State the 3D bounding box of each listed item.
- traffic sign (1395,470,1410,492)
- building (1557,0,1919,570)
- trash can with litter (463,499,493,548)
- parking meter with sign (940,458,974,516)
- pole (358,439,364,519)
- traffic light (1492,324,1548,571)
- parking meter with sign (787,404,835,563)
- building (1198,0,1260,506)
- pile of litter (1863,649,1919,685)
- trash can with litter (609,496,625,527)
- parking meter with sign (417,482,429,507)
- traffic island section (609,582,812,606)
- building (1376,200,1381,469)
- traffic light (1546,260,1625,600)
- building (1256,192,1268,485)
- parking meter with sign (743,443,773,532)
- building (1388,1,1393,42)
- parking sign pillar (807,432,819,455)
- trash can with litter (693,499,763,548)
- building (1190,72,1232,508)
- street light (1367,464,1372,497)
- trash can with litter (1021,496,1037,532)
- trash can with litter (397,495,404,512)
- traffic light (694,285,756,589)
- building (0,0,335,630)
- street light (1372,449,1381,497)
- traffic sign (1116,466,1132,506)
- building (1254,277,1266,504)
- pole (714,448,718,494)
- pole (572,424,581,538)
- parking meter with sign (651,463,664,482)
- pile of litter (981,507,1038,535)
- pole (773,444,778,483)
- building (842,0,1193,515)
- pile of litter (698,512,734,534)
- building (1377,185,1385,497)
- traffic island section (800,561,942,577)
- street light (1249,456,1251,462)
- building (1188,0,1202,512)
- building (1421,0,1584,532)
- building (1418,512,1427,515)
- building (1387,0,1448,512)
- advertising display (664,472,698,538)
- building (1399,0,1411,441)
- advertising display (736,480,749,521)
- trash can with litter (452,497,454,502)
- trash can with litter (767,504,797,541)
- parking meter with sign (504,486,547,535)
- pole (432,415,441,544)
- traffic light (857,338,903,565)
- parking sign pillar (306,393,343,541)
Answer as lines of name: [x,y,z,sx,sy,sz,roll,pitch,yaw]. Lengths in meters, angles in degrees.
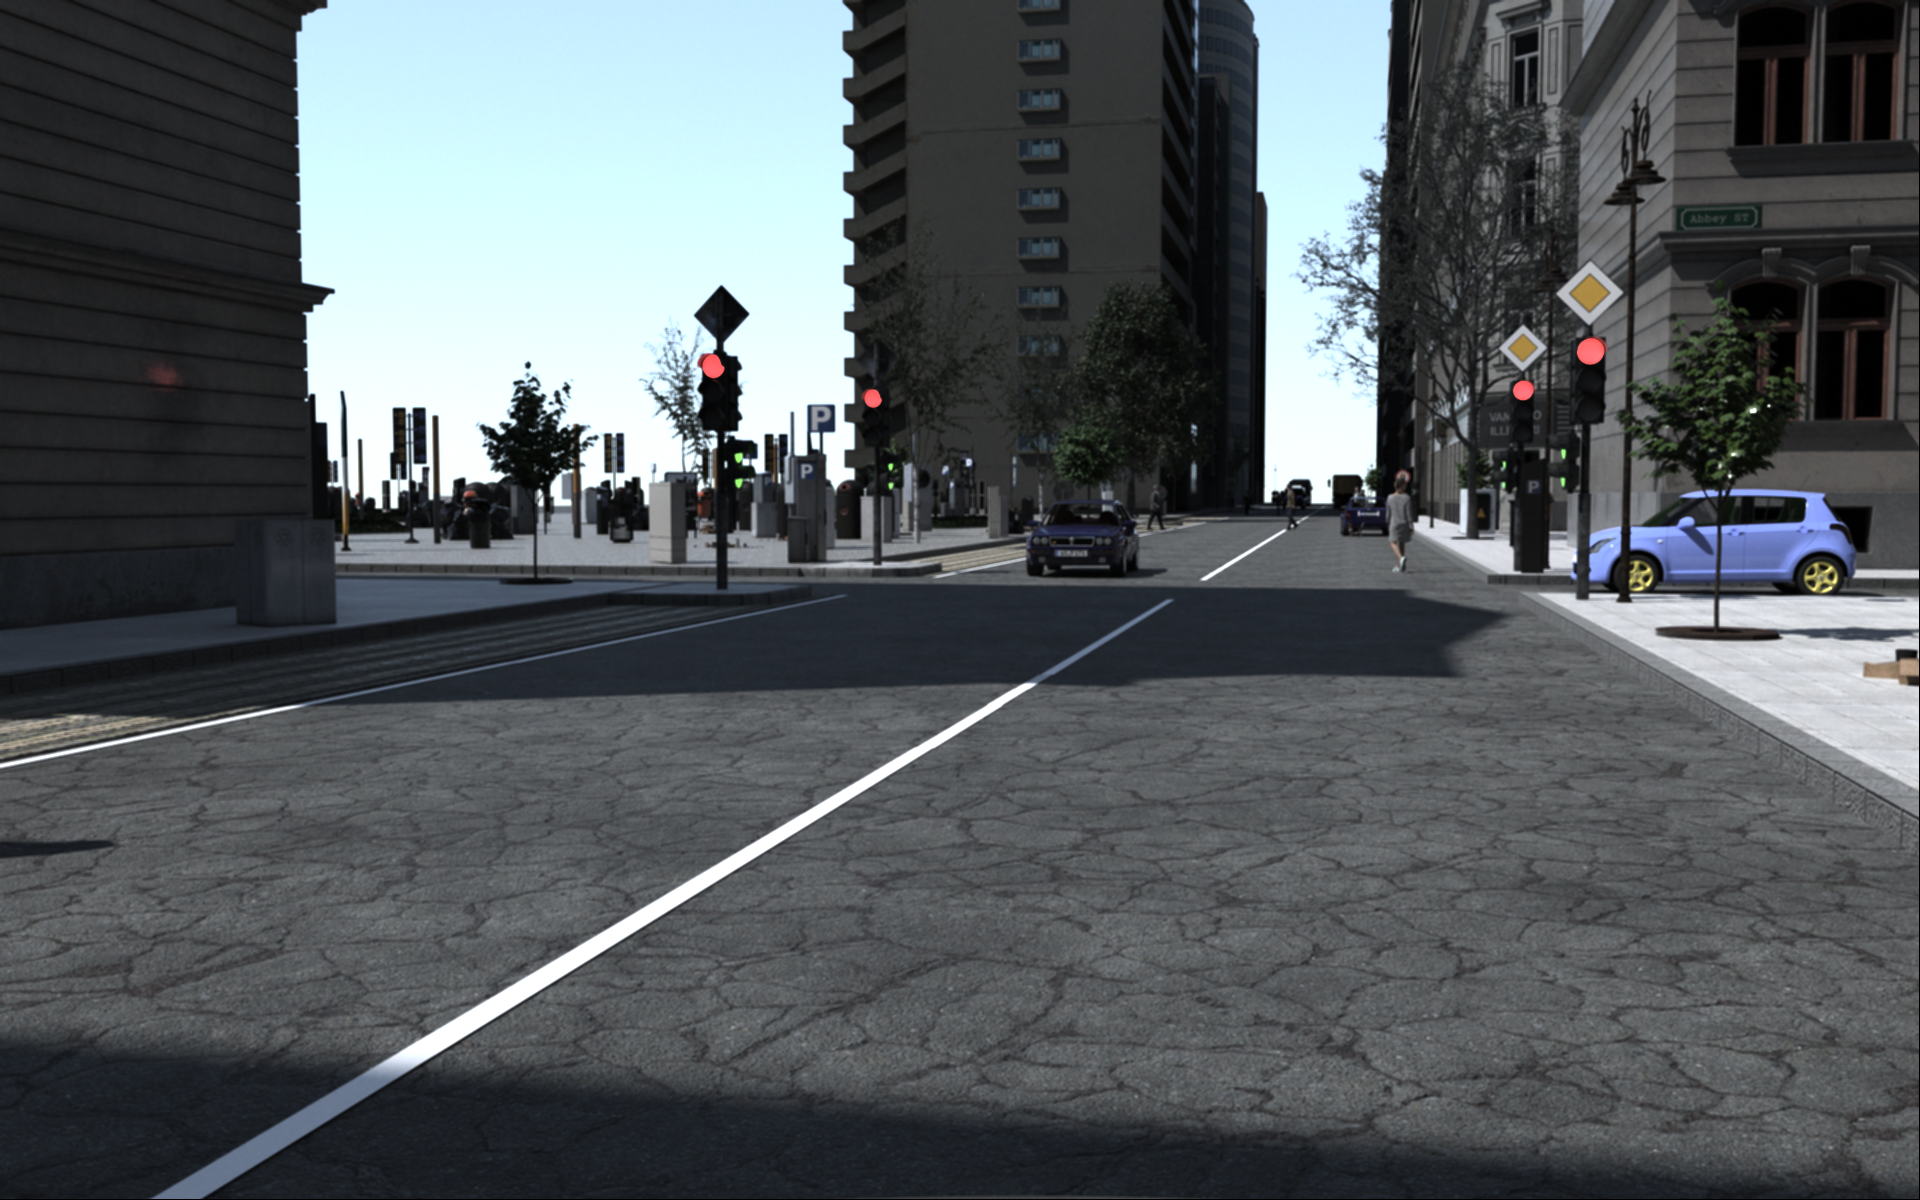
traffic sign: [23.080,-5.517,90.306,0.768,2.556,0.104,1,4,22]
building: [24.361,-15.018,32.931,23.554,28.519,14.401,1,4,12]
trash can with litter: [-11.412,-1.814,41.043,0.624,1.170,1.055,-1,4,-11]
parking meter with sign: [-0.161,-5.371,84.070,1.738,3.016,0.543,-3,5,-40]
pole: [-22.101,-4.284,63.889,0.158,3.312,0.155,0,3,0]
traffic light: [9.283,-2.436,28.745,0.839,4.253,0.868,1,4,12]
parking meter with sign: [-2.848,-2.241,32.904,0.543,3.016,1.738,1,4,11]
building: [23.352,-40.408,202.677,21.231,58.520,28.212,1,4,12]
pile of litter: [6.869,0.144,11.613,1.176,0.858,1.719,0,4,-2]
trash can with litter: [-13.688,-3.467,67.737,1.678,1.210,2.233,0,4,5]
parking meter with sign: [-35.060,-7.143,113.041,1.738,3.016,0.543,-2,4,-23]
traffic island section: [-3.239,-0.072,23.457,2.009,0.180,2.903,1,4,12]
building: [70.072,-37.949,244.161,21.300,48.544,21.600,1,4,12]
traffic light: [7.551,-1.959,20.950,0.839,4.253,0.868,1,4,12]
building: [36.994,-36.734,250.714,14.600,45.320,14.200,1,4,12]
parking meter with sign: [-6.674,-3.807,58.507,0.543,3.016,1.738,-3,4,-36]
building: [61.400,-40.606,205.912,21.231,58.520,28.212,1,4,12]
parking sign pillar: [-6.352,-5.288,74.930,1.447,3.967,1.447,0,4,0]
trash can with litter: [-5.634,-1.898,42.086,1.678,1.210,2.233,0,4,-7]
building: [18.183,-29.426,164.713,14.154,41.232,14.086,1,4,12]
street light: [60.599,-17.397,257.225,0.468,5.910,1.993,1,4,12]
trash can with litter: [1.945,-2.932,58.993,2.233,1.210,1.678,-3,5,-41]
trash can with litter: [-29.306,-4.822,89.905,1.678,1.210,2.233,1,4,11]
traffic light: [-3.202,-2.104,23.314,0.839,4.253,0.868,1,4,12]
building: [-25.550,-12.240,19.208,34.723,24.649,14.460,1,4,12]
street light: [44.517,-12.973,184.900,0.468,5.910,1.993,1,4,12]
traffic sign: [7.505,-4.852,79.442,0.768,2.556,0.104,1,4,19]
building: [34.407,-28.475,237.269,14.160,30.474,14.107,1,4,12]
pole: [-10.756,-5.054,76.482,0.158,3.312,0.155,0,3,0]
pole: [-11.129,-3.452,50.287,0.158,3.312,0.155,0,3,0]
parking meter with sign: [-16.698,-6.268,98.744,1.738,3.016,0.543,-2,4,-33]
pile of litter: [1.362,-2.532,55.357,1.719,0.858,1.176,-2,4,-32]
pole: [-7.579,-4.730,71.175,0.158,3.312,0.155,0,3,0]
building: [4.094,-30.212,117.673,21.300,48.544,21.600,1,4,12]
pile of litter: [-7.996,-2.593,56.354,1.176,0.858,1.719,2,4,30]
building: [62.249,-33.289,227.874,14.154,41.232,14.086,1,4,12]
traffic island section: [-1.507,-0.549,31.253,2.009,0.180,2.903,1,4,12]
street light: [31.288,-13.144,187.691,0.468,5.910,1.993,1,4,12]
building: [9.375,-50.738,142.233,22.319,86.520,31.000,1,4,12]
building: [30.365,-18.439,77.891,17.030,29.872,44.131,1,4,12]
building: [40.110,-29.812,111.134,21.300,48.544,21.600,1,4,12]
building: [50.906,-32.912,161.807,21.300,48.544,21.600,1,4,12]
advertising display: [-8.113,-2.763,50.387,0.974,1.923,0.123,-2,4,-27]
building: [46.276,-29.423,135.683,22.147,44.769,28.867,1,4,12]
advertising display: [-10.367,-4.680,81.727,0.974,1.923,0.123,-3,5,-44]
trash can with litter: [-26.196,-4.941,91.840,1.678,1.210,2.233,-1,4,-13]
trash can with litter: [-4.379,-2.221,47.369,1.678,1.210,2.233,-3,4,-37]
parking meter with sign: [-13.899,-3.592,54.991,0.543,3.016,1.738,3,5,44]
pole: [-13.562,-3.120,44.853,0.158,3.312,0.155,0,3,0]
traffic light: [-1.470,-2.580,31.110,0.839,4.253,0.868,1,4,12]
parking sign pillar: [-17.600,-3.587,47.114,1.447,3.967,1.447,-2,4,-35]
